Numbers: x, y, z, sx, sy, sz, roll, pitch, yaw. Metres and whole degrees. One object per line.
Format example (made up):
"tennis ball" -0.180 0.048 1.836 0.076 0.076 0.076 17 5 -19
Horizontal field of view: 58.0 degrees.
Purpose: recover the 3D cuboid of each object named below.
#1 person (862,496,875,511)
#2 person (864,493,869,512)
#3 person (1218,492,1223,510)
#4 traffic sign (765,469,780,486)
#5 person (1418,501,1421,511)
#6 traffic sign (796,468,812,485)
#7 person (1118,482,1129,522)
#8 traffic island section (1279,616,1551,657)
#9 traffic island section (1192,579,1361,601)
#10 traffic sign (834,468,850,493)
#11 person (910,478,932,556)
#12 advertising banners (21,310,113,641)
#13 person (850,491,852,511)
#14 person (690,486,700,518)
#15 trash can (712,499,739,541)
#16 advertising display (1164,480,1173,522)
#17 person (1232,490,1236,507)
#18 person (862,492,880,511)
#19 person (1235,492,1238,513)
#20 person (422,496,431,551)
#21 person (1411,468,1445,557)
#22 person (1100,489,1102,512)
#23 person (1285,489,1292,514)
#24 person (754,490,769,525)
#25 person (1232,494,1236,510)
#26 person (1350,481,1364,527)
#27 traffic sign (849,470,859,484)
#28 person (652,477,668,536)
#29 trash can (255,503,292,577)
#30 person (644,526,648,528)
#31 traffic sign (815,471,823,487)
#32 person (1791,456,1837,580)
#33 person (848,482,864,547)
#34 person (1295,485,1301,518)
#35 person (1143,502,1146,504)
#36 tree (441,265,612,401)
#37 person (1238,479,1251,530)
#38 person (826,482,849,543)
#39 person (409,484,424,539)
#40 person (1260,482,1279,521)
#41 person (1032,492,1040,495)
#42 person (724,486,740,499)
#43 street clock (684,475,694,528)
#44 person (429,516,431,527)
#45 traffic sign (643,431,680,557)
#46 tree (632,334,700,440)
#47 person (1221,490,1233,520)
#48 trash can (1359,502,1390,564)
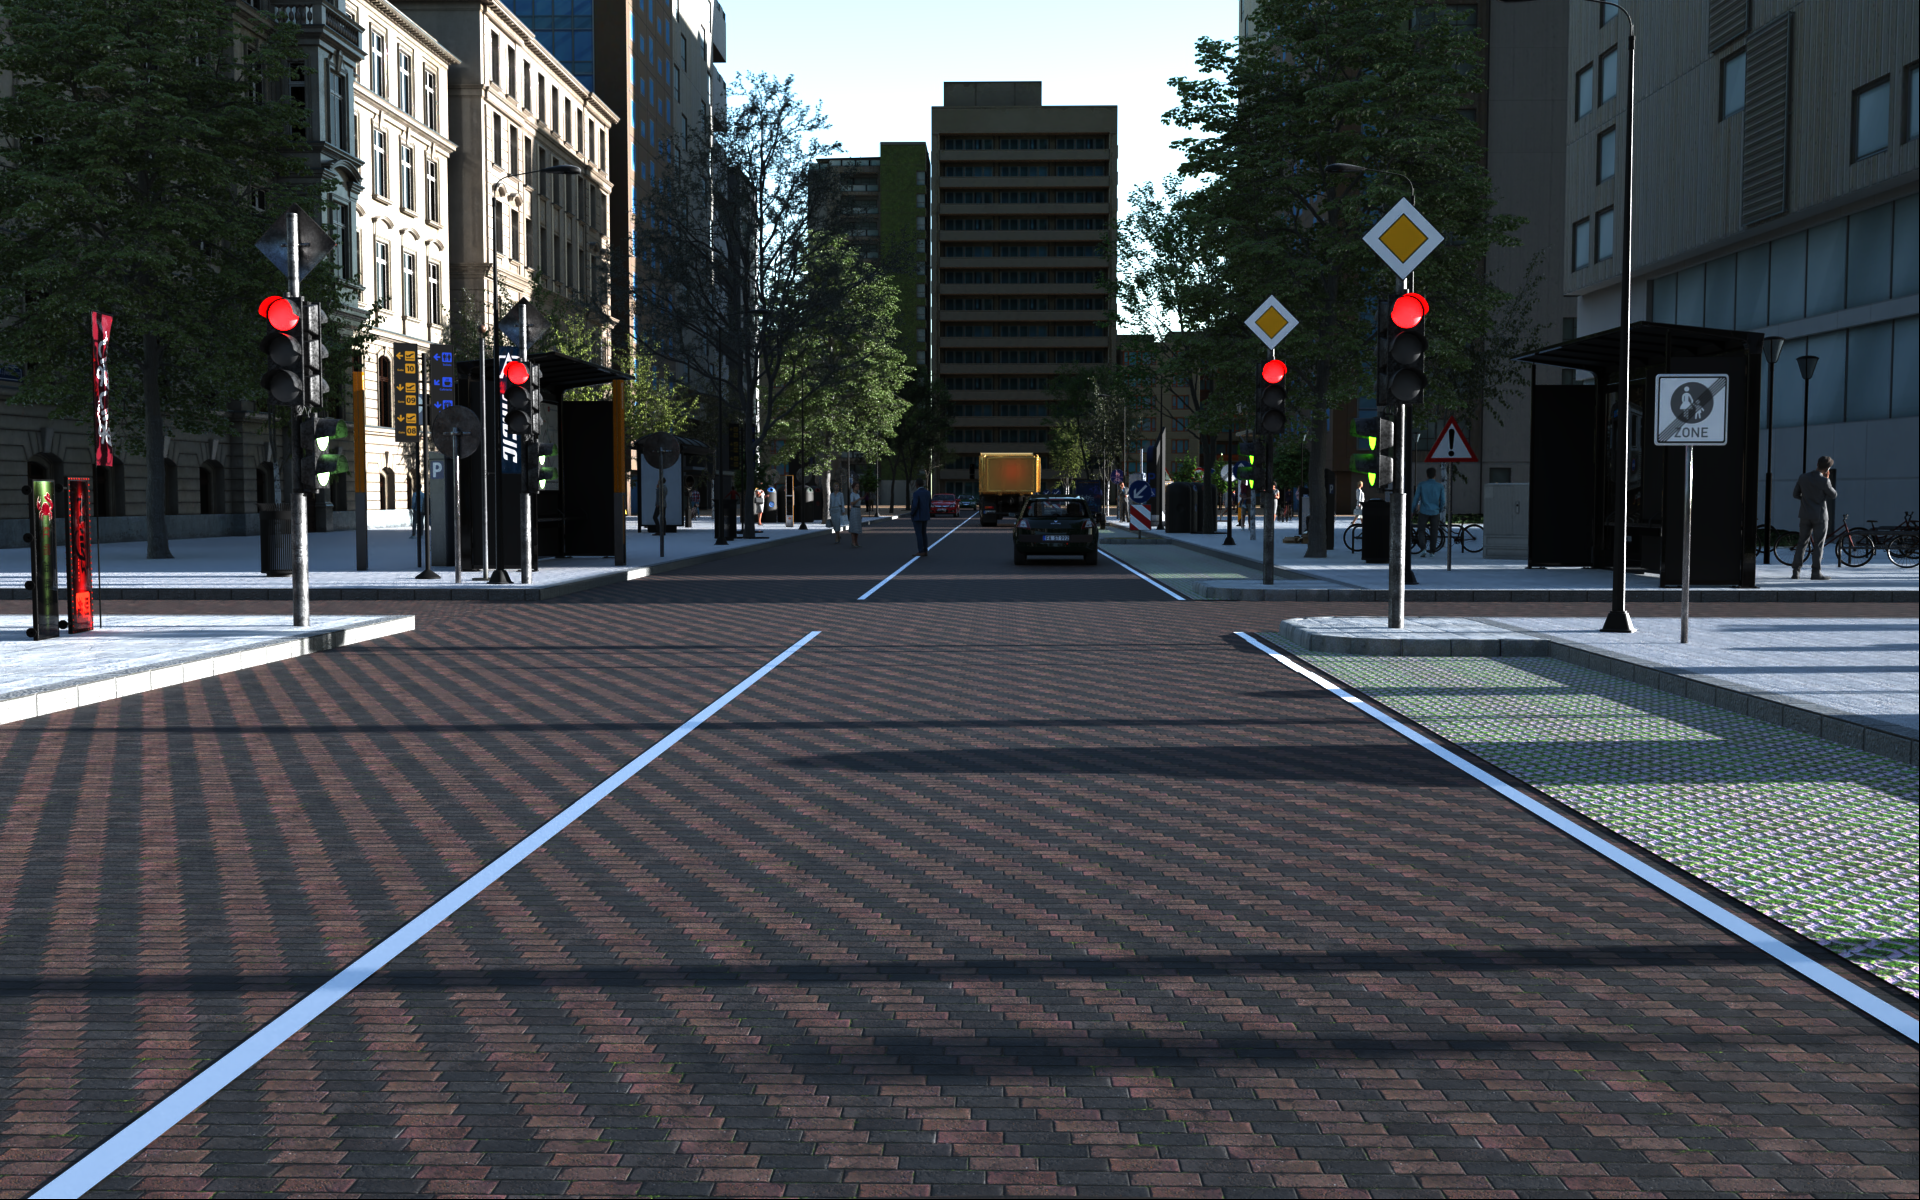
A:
"person" -6.891 -7.461 131.292 1.065 1.426 0.557 -1 4 -17
"person" -6.781 -7.223 124.821 0.721 1.739 1.217 1 4 11
"person" 20.757 -8.074 138.569 0.721 1.766 1.217 -2 4 -30
"traffic sign" -9.485 -5.352 87.617 0.768 2.556 0.104 0 4 8
"person" 17.304 -3.309 64.824 0.332 1.250 0.352 2 4 33
"traffic sign" -7.487 -5.078 83.130 0.768 2.556 0.104 0 4 2
"person" 7.473 -4.451 78.630 0.655 1.846 0.447 0 4 -3
"traffic island section" 4.204 0.347 16.615 2.009 0.180 2.903 0 4 1
"traffic island section" 4.399 -0.142 24.597 2.009 0.180 2.903 0 4 1
"traffic sign" -5.726 -5.126 83.908 0.768 2.556 0.104 0 4 2
"person" -0.891 -1.909 39.899 0.419 1.800 0.721 2 4 32
"advertising banners" -8.167 -1.210 15.974 0.090 3.025 2.074 0 4 -6
"person" -7.910 -7.458 128.651 0.551 1.740 0.621 -3 4 -38
"person" -14.444 -5.355 94.428 0.563 1.720 0.643 -1 4 -16
"trash can" -6.450 -2.201 47.640 0.748 1.137 0.748 0 3 0
"advertising display" 9.590 -4.584 80.165 0.123 1.923 0.974 -3 5 -40
"person" 27.732 -10.304 175.308 0.445 1.727 0.742 0 4 6
"person" -6.555 -7.440 127.684 1.348 1.824 0.705 -1 4 -9
"person" 18.995 -6.783 117.860 0.541 1.710 0.530 2 4 30
"person" -11.820 -1.857 39.007 0.503 1.515 0.523 2 4 32
"person" 9.536 -1.786 35.263 0.660 1.820 0.620 0 4 5
"person" 9.939 -7.269 124.766 0.599 1.838 0.709 -1 4 -17
"person" 20.977 -6.328 110.431 0.541 1.710 0.530 -1 4 -12
"person" -8.156 -3.951 70.997 0.532 1.782 0.716 2 4 23
"person" 22.009 -7.969 139.563 0.697 1.427 0.421 -3 5 -41
"person" 15.462 -3.717 67.167 0.624 1.780 0.694 1 4 16
"traffic sign" -5.753 -5.653 92.158 0.795 2.593 0.064 1 4 8
"person" -9.306 -2.904 53.711 0.473 1.802 0.592 2 4 23
"trash can" -10.552 -0.934 26.925 0.748 1.137 0.748 0 3 0
"person" -11.729 -3.646 65.465 0.447 1.846 0.655 1 4 23
"traffic sign" -7.857 -5.913 96.788 0.768 2.556 0.104 1 4 9
"person" 12.833 -1.234 26.022 0.447 1.846 0.655 -2 4 -34
"person" -2.746 -2.301 46.699 0.524 1.755 0.480 2 4 24
"person" 18.065 -5.198 91.627 0.643 1.750 0.593 2 4 26
"person" 7.702 -3.942 70.755 0.793 1.790 0.793 0 4 3
"tree" -14.022 -6.403 55.049 4.737 8.622 4.395 0 3 0
"person" 10.092 -3.367 61.065 0.580 1.828 0.573 -2 4 -34
"person" -3.558 -2.552 50.574 0.694 1.780 0.624 2 4 35
"person" -15.671 -2.587 50.154 0.589 1.601 0.330 -3 5 -43
"person" 11.788 -3.643 65.968 0.716 1.782 0.532 1 4 15
"person" 3.825 -4.741 86.201 0.419 1.800 0.721 2 4 28
"person" -15.579 -6.899 118.784 1.348 1.831 0.705 -3 5 -41
"street clock" -10.436 -3.787 66.480 0.358 2.002 0.471 3 4 36
"person" -13.832 -2.424 45.692 0.555 1.821 0.388 2 4 34
"traffic sign" -6.082 -2.151 35.279 0.768 2.556 0.104 0 4 5
"tree" -13.953 -7.764 77.306 4.737 8.622 4.395 0 3 0
"person" 13.313 -4.877 86.530 0.760 1.731 0.466 2 4 32
"trash can" 7.764 -1.252 32.119 0.748 1.137 0.748 0 3 0
